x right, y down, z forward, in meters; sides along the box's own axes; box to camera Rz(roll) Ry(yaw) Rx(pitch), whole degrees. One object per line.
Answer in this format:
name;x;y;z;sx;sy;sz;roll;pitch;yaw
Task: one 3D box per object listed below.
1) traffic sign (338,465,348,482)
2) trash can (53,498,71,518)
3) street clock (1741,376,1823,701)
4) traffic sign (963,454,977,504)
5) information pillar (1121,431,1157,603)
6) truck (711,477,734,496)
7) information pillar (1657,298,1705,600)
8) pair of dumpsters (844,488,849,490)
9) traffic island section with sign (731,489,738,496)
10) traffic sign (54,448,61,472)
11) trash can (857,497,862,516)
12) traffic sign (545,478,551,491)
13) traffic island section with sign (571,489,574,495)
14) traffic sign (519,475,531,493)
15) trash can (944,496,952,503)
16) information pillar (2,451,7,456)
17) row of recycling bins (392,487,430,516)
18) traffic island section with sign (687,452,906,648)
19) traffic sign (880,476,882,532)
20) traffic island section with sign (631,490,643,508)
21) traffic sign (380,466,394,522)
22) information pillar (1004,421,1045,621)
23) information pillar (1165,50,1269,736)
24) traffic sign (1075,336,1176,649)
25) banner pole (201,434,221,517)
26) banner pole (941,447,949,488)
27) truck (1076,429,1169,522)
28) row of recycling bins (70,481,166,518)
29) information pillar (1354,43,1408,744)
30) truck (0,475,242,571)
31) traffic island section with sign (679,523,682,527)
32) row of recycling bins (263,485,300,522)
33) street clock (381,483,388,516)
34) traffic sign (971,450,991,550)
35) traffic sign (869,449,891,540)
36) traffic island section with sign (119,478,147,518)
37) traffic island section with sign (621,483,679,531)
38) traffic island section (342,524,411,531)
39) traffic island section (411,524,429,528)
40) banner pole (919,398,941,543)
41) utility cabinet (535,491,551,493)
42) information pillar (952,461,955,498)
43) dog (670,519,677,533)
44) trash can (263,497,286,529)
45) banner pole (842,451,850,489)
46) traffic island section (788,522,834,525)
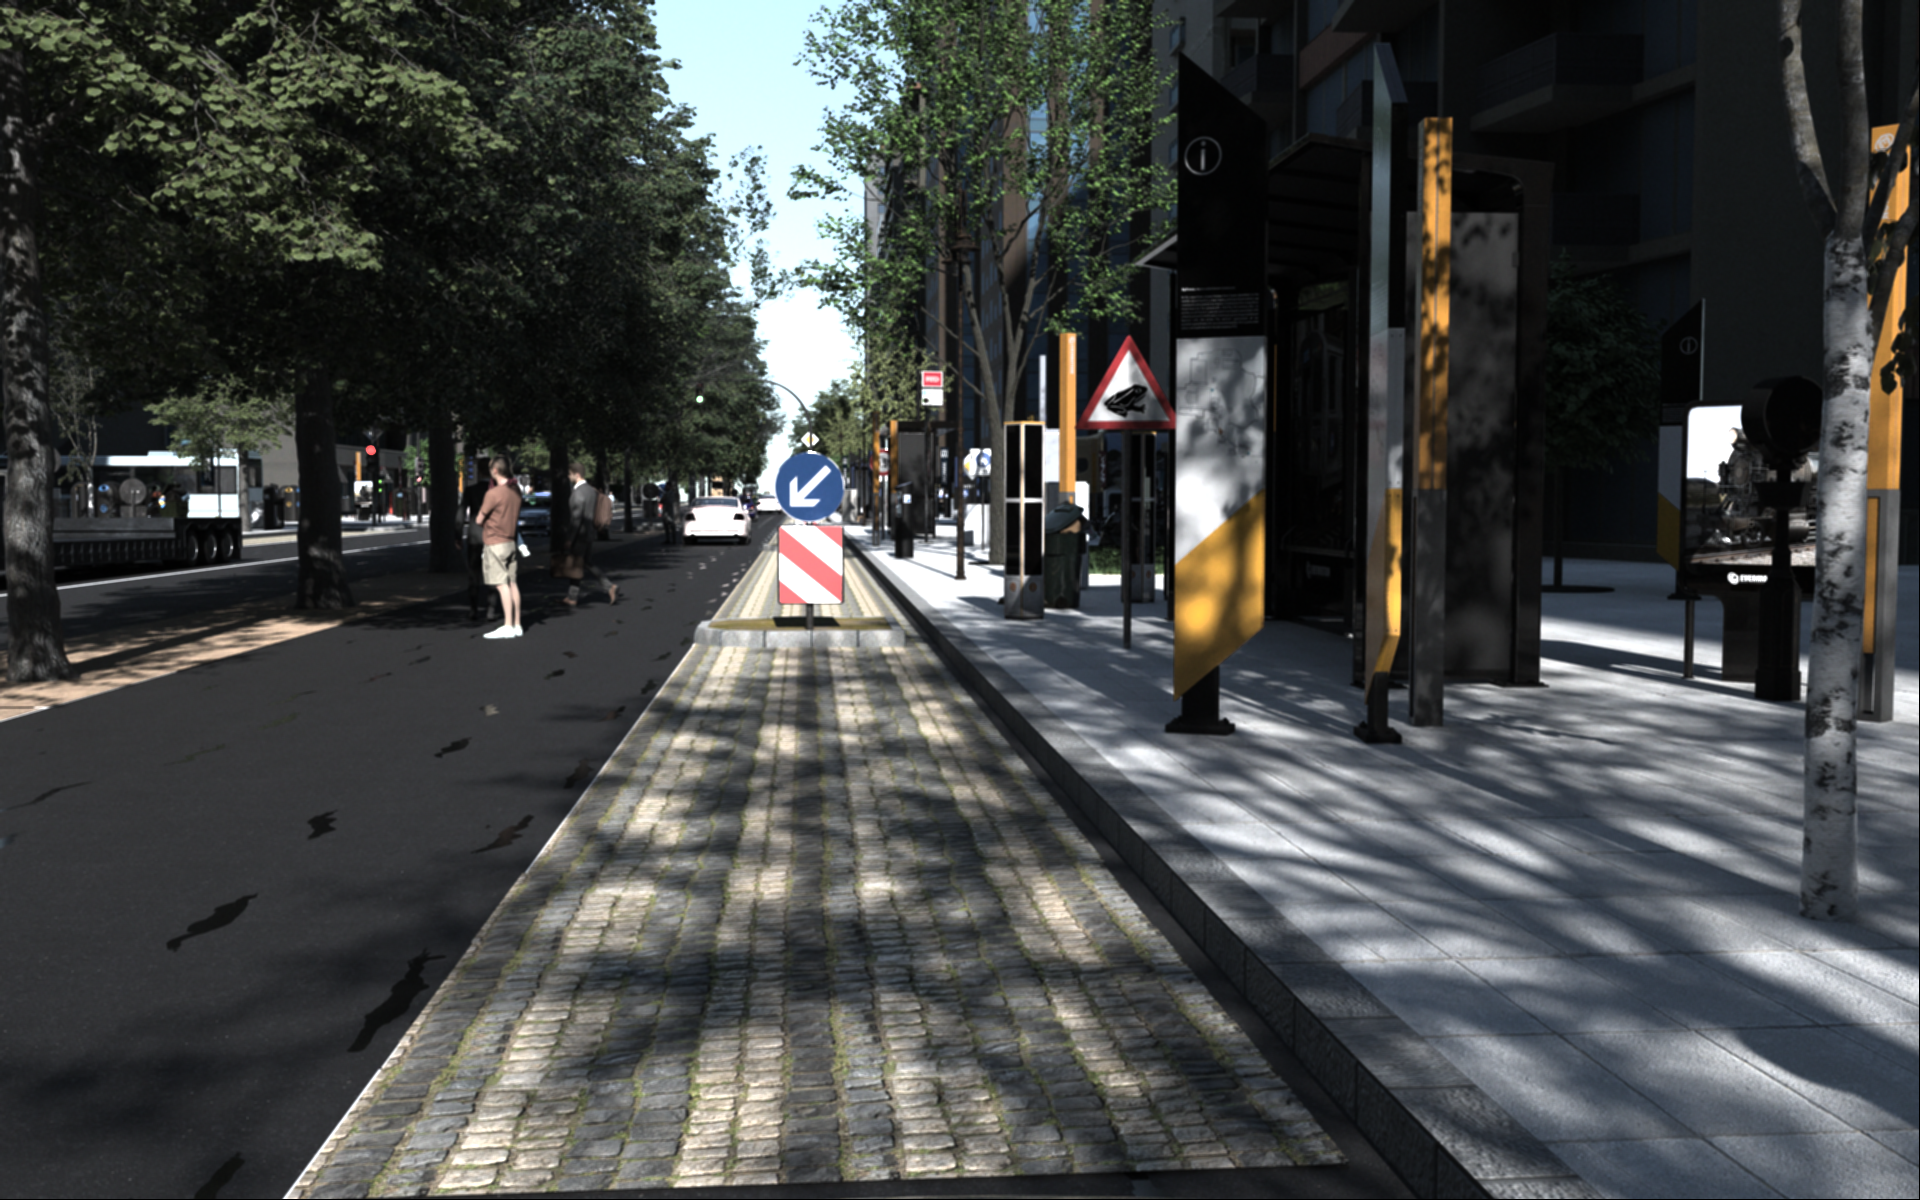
traffic sign;-28.188;-4.804;78.556;0.884;2.594;0.081;0;4;0
trash can;-29.499;-2.758;56.744;0.748;1.137;0.748;0;3;0
street clock;5.106;-0.378;10.757;0.471;2.002;0.358;-1;4;-12
traffic sign;0.326;-2.790;46.807;0.795;2.450;0.064;0;4;-4
information pillar;2.107;-0.976;20.450;0.304;2.012;0.304;3;4;36
truck;-27.562;-12.985;201.224;2.839;4.237;11.283;0;4;-6
information pillar;8.740;-1.813;20.991;0.504;3.616;0.183;3;5;42
pair of dumpsters;-7.297;-6.879;114.960;1.574;2.255;4.437;0;4;-5
traffic island section with sign;-19.675;-8.729;150.847;2.006;1.907;1.989;0;4;-5
traffic sign;-23.999;-2.776;45.500;0.768;2.556;0.104;0;4;-2
trash can;-5.137;-4.434;84.146;0.748;1.137;0.748;0;3;0
traffic sign;-32.403;-8.355;136.713;0.768;2.556;0.104;0;4;3
traffic island section with sign;-27.952;-7.092;124.580;1.989;1.847;2.006;0;4;-5
traffic sign;-29.369;-7.147;116.957;0.768;2.556;0.104;0;4;-4
trash can;-0.941;-7.566;135.361;0.748;1.137;0.748;0;3;0
information pillar;-50.385;-6.120;91.420;0.183;3.616;0.504;2;4;30
row of recycling bins;-33.217;-5.988;105.019;1.069;1.692;3.534;1;4;12
traffic island section with sign;-1.582;-0.512;16.997;1.989;1.847;2.006;0;4;-5
traffic sign;-2.652;-3.461;58.714;0.606;2.300;0.079;0;4;4
traffic island section with sign;-32.475;-10.180;175.072;1.989;1.847;2.006;0;4;-5
traffic sign;-26.778;-4.923;80.498;0.884;2.594;0.081;0;4;-4
information pillar;0.655;-0.806;17.669;0.304;2.012;0.304;-3;4;-36
information pillar;1.371;-1.091;9.193;0.504;3.616;0.183;1;4;21
traffic sign;1.386;-0.875;14.306;0.884;2.594;0.081;0;4;2
banner pole;-28.011;-4.579;64.882;0.863;3.779;0.401;-1;4;-22
banner pole;-0.861;-5.579;81.237;0.863;3.779;0.401;-2;4;-33
truck;8.330;-5.211;74.117;11.283;4.237;2.839;0;4;-5
row of recycling bins;-27.077;-2.987;55.948;3.534;1.692;1.069;1;4;11
information pillar;2.182;-1.072;8.879;0.183;3.616;0.504;0;4;2
truck;-15.489;-2.276;26.977;2.967;4.110;18.799;0;4;-5
traffic island section with sign;-12.963;-4.151;76.007;2.006;1.907;1.989;0;4;-5
row of recycling bins;-33.845;-4.692;83.834;3.534;1.692;1.069;1;4;10
street clock;-34.433;-6.049;103.474;0.358;2.002;0.471;2;4;33
traffic sign;0.523;-2.277;39.365;0.606;2.300;0.079;0;4;-5
traffic sign;-2.158;-2.969;48.645;0.768;2.556;0.104;0;4;-1
traffic island section with sign;-20.621;-2.092;42.832;1.989;1.847;2.006;0;4;-5
traffic island section with sign;-12.312;-3.700;68.629;2.006;1.907;1.989;0;4;-5
traffic island section;-22.827;-2.763;67.456;2.009;0.180;2.903;0;4;-5
traffic island section;-23.539;-3.249;75.409;2.009;0.180;2.903;0;4;-5
banner pole;-0.839;-3.363;44.998;0.401;3.779;0.863;-1;4;-11
utility cabinet;-31.331;-7.431;130.169;1.173;1.500;0.318;-3;5;-39
information pillar;-0.451;-8.074;123.371;0.183;3.616;0.504;1;4;14
dog;-10.696;-2.770;64.571;0.406;0.507;0.540;-3;4;-38
trash can;-24.937;-3.145;63.072;0.748;1.137;0.748;0;3;0
banner pole;-6.557;-6.754;100.438;0.401;3.779;0.863;-3;5;-44
traffic island section;-6.615;-3.342;76.914;2.009;0.180;2.903;0;4;-5
